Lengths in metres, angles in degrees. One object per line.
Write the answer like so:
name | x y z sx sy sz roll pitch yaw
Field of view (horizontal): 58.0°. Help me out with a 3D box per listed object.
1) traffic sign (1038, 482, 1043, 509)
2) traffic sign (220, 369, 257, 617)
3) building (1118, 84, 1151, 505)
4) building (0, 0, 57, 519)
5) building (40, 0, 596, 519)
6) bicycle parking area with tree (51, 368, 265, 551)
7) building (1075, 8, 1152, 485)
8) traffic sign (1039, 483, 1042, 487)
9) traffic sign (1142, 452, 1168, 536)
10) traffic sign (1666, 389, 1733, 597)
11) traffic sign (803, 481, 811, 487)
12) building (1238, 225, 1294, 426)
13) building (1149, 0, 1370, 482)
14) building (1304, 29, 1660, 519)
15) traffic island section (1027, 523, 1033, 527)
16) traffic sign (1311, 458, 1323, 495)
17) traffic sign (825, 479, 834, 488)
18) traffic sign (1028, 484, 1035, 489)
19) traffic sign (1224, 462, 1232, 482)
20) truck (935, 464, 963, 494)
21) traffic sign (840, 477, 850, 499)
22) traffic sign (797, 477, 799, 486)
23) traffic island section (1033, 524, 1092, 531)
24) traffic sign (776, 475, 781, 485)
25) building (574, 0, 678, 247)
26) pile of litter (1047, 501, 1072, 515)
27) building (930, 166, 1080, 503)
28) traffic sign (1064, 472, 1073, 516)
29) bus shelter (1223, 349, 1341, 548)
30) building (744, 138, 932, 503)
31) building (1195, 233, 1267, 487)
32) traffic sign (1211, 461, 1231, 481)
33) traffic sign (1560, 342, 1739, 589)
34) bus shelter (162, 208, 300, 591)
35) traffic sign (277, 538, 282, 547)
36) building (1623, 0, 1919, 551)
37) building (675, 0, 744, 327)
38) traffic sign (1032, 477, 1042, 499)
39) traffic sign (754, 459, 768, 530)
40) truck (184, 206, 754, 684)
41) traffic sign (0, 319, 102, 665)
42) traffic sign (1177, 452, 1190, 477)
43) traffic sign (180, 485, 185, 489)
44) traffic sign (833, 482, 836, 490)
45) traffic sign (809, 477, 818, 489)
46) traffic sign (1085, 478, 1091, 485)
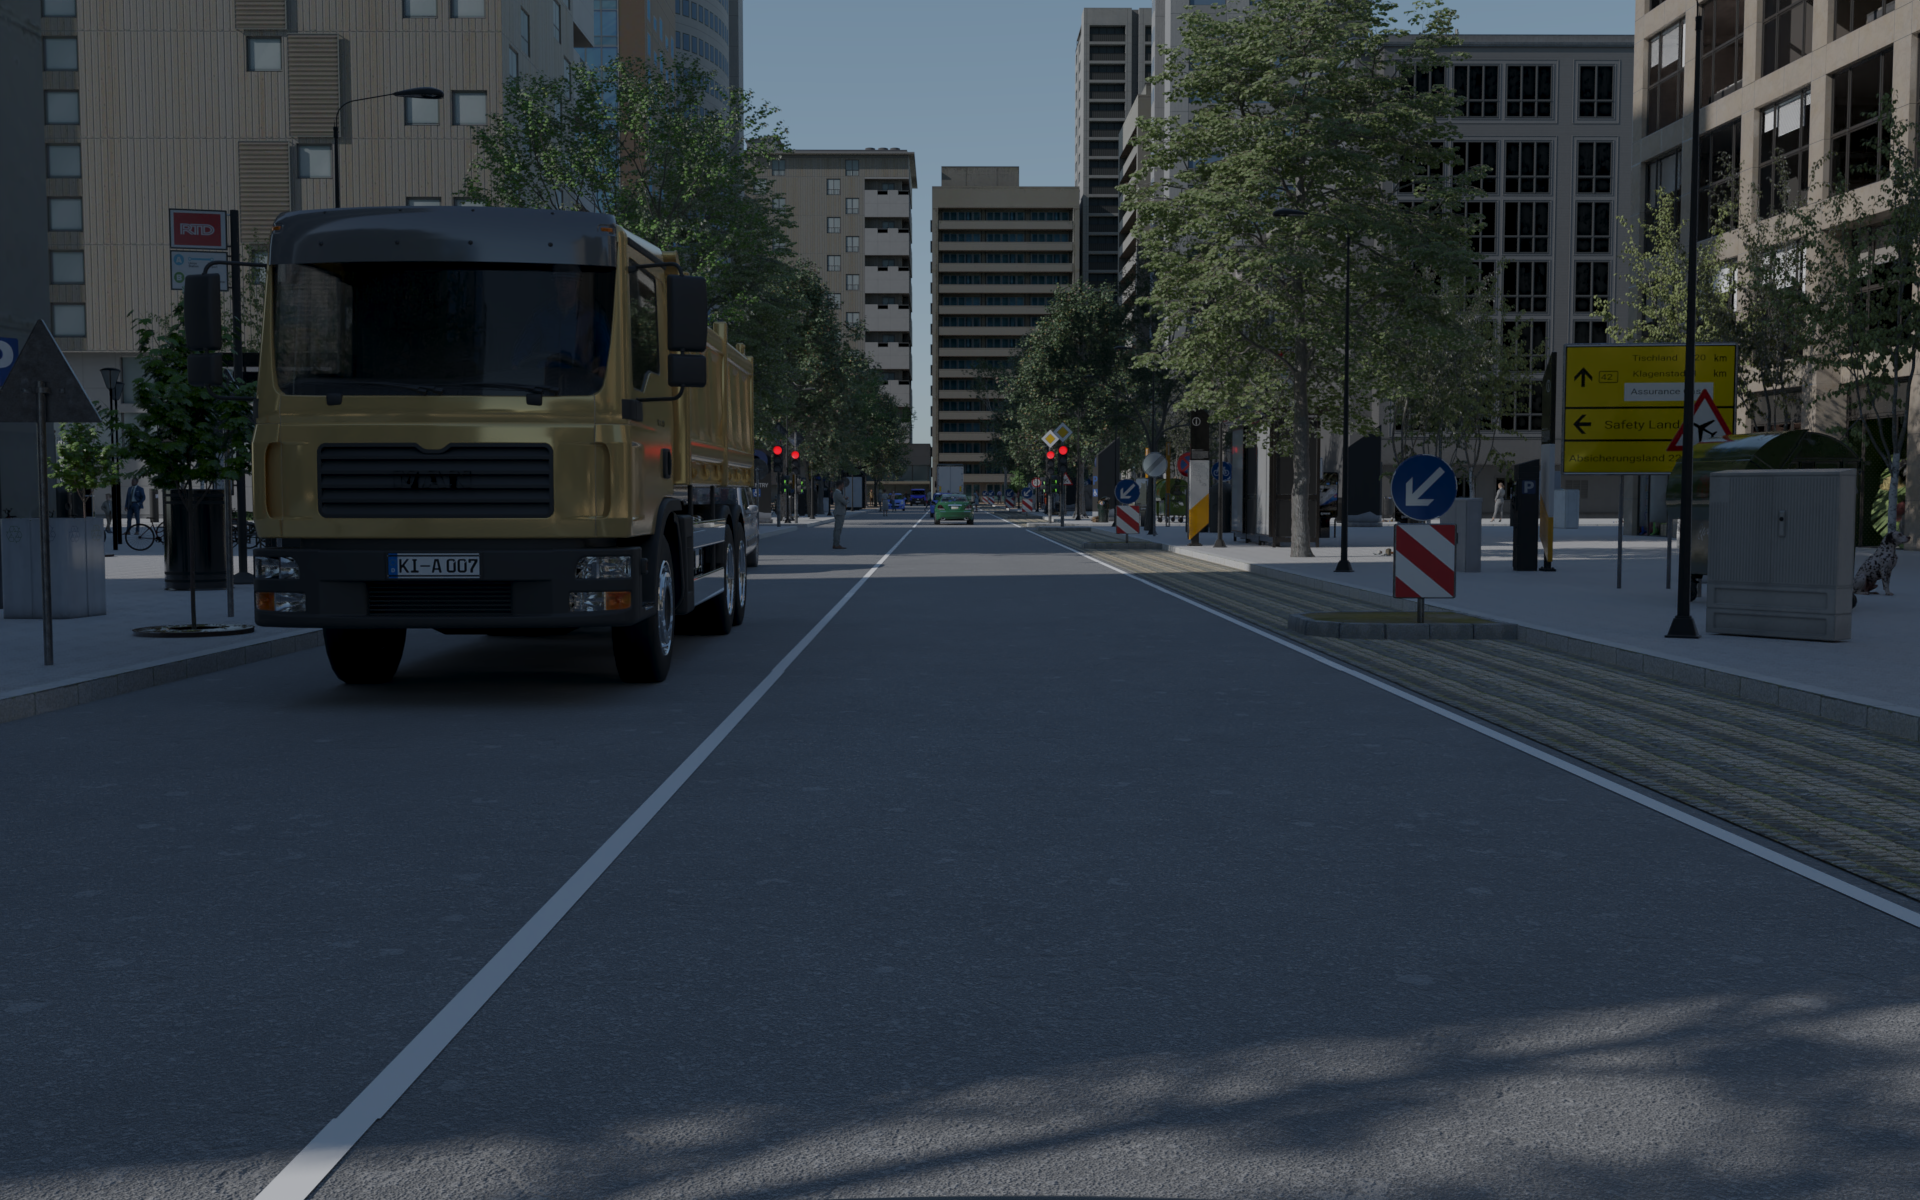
traffic sign | 6.717 -9.025 147.670 0.768 2.556 0.104 0 4 0
traffic sign | -7.613 -1.101 18.011 0.884 2.594 0.081 0 4 5
building | 30.066 -35.350 201.671 21.300 48.544 21.600 0 4 -1
building | -66.101 -28.864 95.633 21.600 48.544 21.300 0 4 -1
building | -36.928 -31.316 101.256 28.713 52.752 27.495 0 4 -1
bicycle parking area with tree | -20.243 -3.355 41.861 9.016 4.147 8.231 -1 4 -11
building | 27.996 -50.170 258.525 20.611 71.187 20.563 0 4 -1
traffic sign | 5.967 -8.231 134.675 0.768 2.556 0.104 0 4 1
traffic sign | 5.910 -3.209 52.579 0.768 2.556 0.104 0 4 3
traffic sign | 9.194 -1.313 21.478 0.884 2.594 0.081 0 4 6
traffic sign | -11.608 -8.101 132.549 0.768 2.556 0.104 0 4 0
building | 25.616 -16.138 118.615 10.420 20.320 16.860 0 4 -1
building | 29.992 -38.808 176.505 21.231 58.520 28.212 0 4 -1
building | 32.106 -18.443 95.046 24.014 27.812 14.314 0 4 -1
traffic island section | 3.961 -3.275 75.827 2.009 0.180 2.903 0 4 -1
traffic sign | 9.851 -2.838 48.525 0.606 2.300 0.079 0 4 3
traffic sign | -10.314 -8.370 136.954 0.768 2.556 0.104 0 4 3
traffic sign | 6.091 -8.879 147.296 0.606 2.300 0.079 0 4 6
traffic sign | 10.518 -4.205 68.854 0.768 2.556 0.104 0 4 3
truck | -1.013 -10.911 167.313 2.839 4.237 11.283 0 4 -1
traffic sign | -8.649 -7.936 129.862 0.768 2.556 0.104 0 4 4
traffic sign | -12.092 -7.840 128.285 0.768 2.556 0.104 0 4 2
traffic island section | 4.031 -2.787 67.843 2.009 0.180 2.903 0 4 -1
traffic sign | -10.572 -6.286 102.890 0.768 2.556 0.104 0 4 8
building | -29.271 -29.372 130.344 14.600 45.320 14.200 0 4 -1
pile of litter | 6.213 -5.785 108.551 1.719 0.858 1.176 1 4 10
building | 6.416 -38.813 258.293 21.600 48.544 21.300 0 4 -1
traffic sign | 6.180 -6.208 101.509 0.884 2.594 0.081 0 4 1
bus shelter | 8.242 -4.152 45.522 2.179 5.291 8.768 0 4 0
building | -18.165 -41.142 261.909 27.495 52.752 28.713 0 4 -1
building | 26.482 -18.190 139.209 13.314 21.916 24.055 0 4 -1
traffic sign | 10.106 -4.093 67.026 0.768 2.556 0.104 0 4 8
traffic sign | 9.272 -1.805 23.380 2.265 3.308 0.079 0 4 7
bus shelter | -10.043 -3.028 27.134 2.179 5.291 8.768 0 4 -1
traffic sign | -8.200 -1.144 20.841 0.606 2.300 0.079 1 4 9
building | 30.469 -14.185 36.442 19.350 26.468 34.151 0 4 -1
building | -32.526 -38.045 164.035 21.231 58.520 28.212 0 4 -1
traffic sign | 5.831 -8.069 132.027 0.768 2.556 0.104 0 4 3
traffic sign | -7.283 -3.808 62.361 0.768 2.556 0.104 0 4 8
truck | -3.524 -1.182 15.250 3.469 3.379 9.791 0 4 -2
traffic sign | -6.835 -0.790 12.917 0.884 2.594 0.081 0 4 2
traffic sign | 6.950 -3.205 52.515 0.768 2.556 0.104 0 4 5
traffic sign | -11.895 -1.615 26.504 0.768 2.556 0.104 0 4 1
traffic sign | -10.272 -8.763 143.387 0.768 2.556 0.104 0 4 6
traffic sign | -10.952 -7.943 129.972 0.768 2.556 0.104 0 4 1
traffic sign | 9.224 -7.773 127.191 0.768 2.556 0.104 0 4 7
